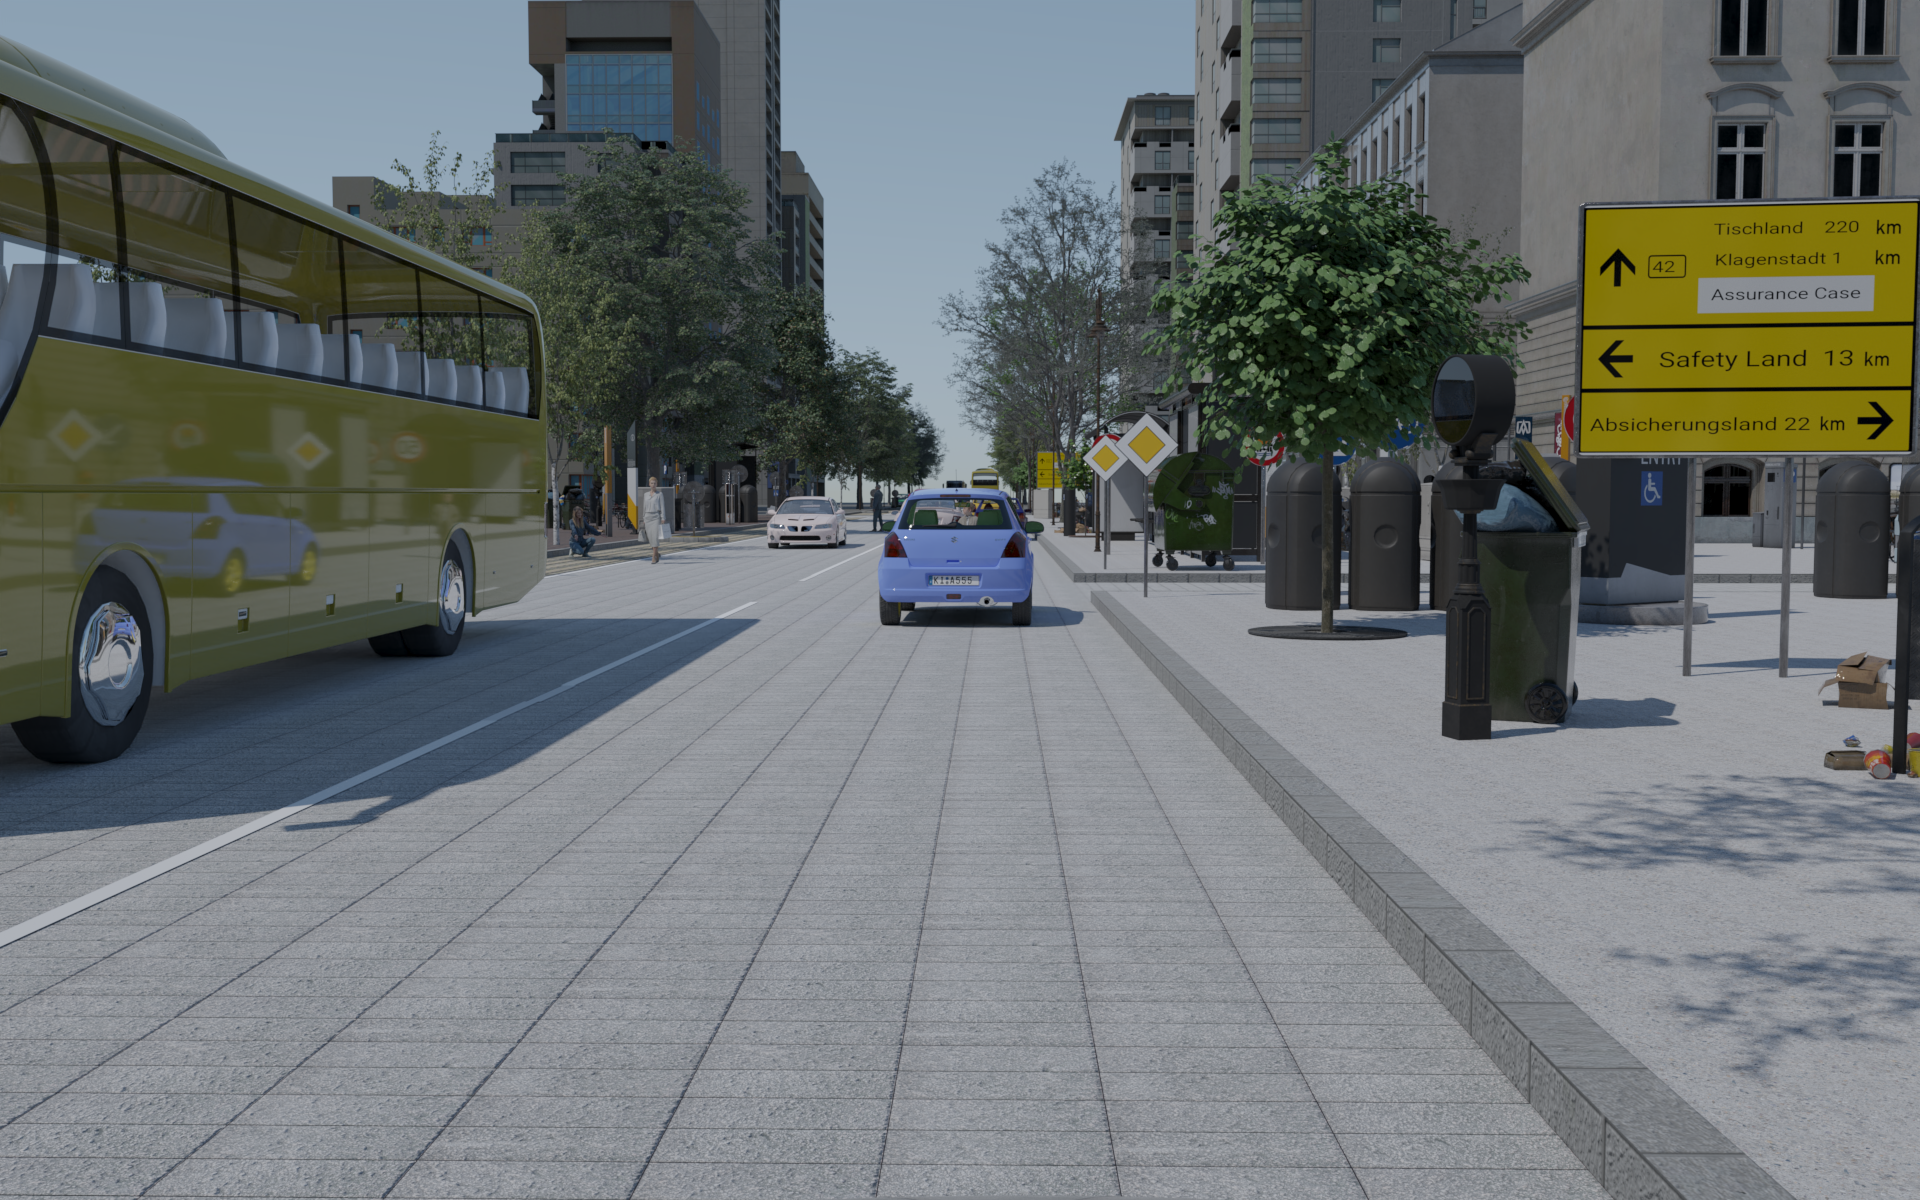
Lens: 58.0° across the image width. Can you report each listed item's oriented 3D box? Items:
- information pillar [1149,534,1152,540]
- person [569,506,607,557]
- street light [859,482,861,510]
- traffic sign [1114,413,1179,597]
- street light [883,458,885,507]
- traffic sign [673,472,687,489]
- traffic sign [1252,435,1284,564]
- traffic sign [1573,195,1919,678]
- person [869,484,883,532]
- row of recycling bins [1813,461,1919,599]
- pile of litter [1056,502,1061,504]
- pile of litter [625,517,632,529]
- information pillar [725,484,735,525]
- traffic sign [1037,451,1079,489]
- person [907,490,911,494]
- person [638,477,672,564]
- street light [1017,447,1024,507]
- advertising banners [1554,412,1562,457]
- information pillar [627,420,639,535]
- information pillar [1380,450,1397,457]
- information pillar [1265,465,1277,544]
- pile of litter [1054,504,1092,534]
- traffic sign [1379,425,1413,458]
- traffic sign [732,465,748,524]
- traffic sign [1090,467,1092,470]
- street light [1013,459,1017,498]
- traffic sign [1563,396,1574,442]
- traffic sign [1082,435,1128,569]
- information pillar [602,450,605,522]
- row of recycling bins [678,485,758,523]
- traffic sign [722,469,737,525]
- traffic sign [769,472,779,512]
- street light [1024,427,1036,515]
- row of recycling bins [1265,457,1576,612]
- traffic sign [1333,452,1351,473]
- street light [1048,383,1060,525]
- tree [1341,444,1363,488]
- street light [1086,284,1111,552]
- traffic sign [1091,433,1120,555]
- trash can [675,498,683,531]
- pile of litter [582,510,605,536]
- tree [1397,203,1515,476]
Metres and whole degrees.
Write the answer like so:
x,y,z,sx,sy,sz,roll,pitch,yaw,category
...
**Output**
x,y,z,sx,sy,sz,roll,pitch,yaw,category
5.480,-2.677,48.254,0.304,2.012,0.304,-3,5,-45,information pillar
-8.468,-1.540,39.172,0.738,1.151,1.012,3,5,44,person
-8.053,-10.194,139.464,0.468,5.910,1.993,0,4,1,street light
2.302,-1.088,21.438,0.795,2.450,0.064,0,4,1,traffic sign
-7.544,-12.181,171.954,0.468,5.910,1.993,0,4,1,street light
-12.716,-4.683,78.692,0.606,2.300,0.079,0,4,2,traffic sign
5.525,-1.922,31.535,0.768,2.556,0.104,0,4,3,traffic sign
5.441,-1.112,12.053,2.265,3.308,0.079,0,4,8,traffic sign
-3.196,-3.495,65.816,0.590,1.801,0.661,1,4,18,person
12.317,-0.846,20.949,3.534,1.692,1.069,1,4,20,row of recycling bins
5.346,-4.845,93.173,1.719,0.858,1.176,1,4,19,pile of litter
-11.684,-3.058,63.967,1.176,0.858,1.719,3,4,36,pile of litter
-9.701,-4.193,73.051,0.304,2.012,0.304,1,4,12,information pillar
4.786,-5.432,82.685,2.265,3.308,0.079,0,4,6,traffic sign
-5.126,-10.209,175.423,1.348,1.823,0.705,0,4,0,person
-6.254,-1.638,35.630,0.694,1.780,0.624,2,4,31,person
5.360,-10.717,148.005,0.468,5.910,1.993,0,4,1,street light
12.683,-2.542,37.743,0.090,3.025,2.074,-1,4,-8,advertising banners
-10.386,-3.893,55.005,0.183,3.616,0.504,-3,5,-43,information pillar
5.506,-1.888,22.229,0.183,3.616,0.504,0,4,-2,information pillar
7.464,-3.064,41.449,0.504,3.616,0.183,2,4,26,information pillar
3.808,-2.626,56.900,1.176,0.858,1.719,-2,4,-27,pile of litter
5.058,-1.237,20.332,0.768,2.556,0.104,0,4,7,traffic sign
-9.608,-4.598,75.289,0.768,2.556,0.104,0,4,2,traffic sign
3.948,-2.921,47.858,0.768,2.556,0.104,1,4,8,traffic sign
6.012,-12.716,180.697,0.468,5.910,1.993,0,4,1,street light
7.537,-1.251,20.566,0.768,2.556,0.104,1,4,9,traffic sign
2.469,-1.577,29.422,0.795,2.450,0.064,0,4,1,traffic sign
-16.276,-5.370,79.152,0.183,3.616,0.504,-1,4,-15,information pillar
-10.791,-4.292,77.279,3.534,1.692,1.069,-1,4,-13,row of recycling bins
-9.482,-4.231,71.313,0.606,2.300,0.079,0,4,4,traffic sign
-10.401,-5.975,97.800,0.768,2.556,0.104,1,4,10,traffic sign
4.705,-8.730,115.518,0.468,5.910,1.993,0,4,1,street light
5.200,-0.743,19.260,3.534,1.692,1.069,0,4,3,row of recycling bins
6.656,-1.880,30.852,0.768,2.556,0.104,0,4,7,traffic sign
3.829,-5.995,70.802,0.468,5.910,1.993,0,4,1,street light
14.174,-6.849,62.344,4.737,8.622,4.395,0,3,0,tree
3.059,-4.008,38.318,0.468,5.910,1.993,0,4,1,street light
3.138,-2.226,36.495,0.768,2.556,0.104,1,4,11,traffic sign
-9.938,-2.946,59.825,0.748,1.137,0.748,0,3,0,trash can
-11.560,-2.464,54.253,1.176,0.858,1.719,0,4,-2,pile of litter
12.297,-5.761,44.562,4.360,8.622,3.978,0,3,0,tree
